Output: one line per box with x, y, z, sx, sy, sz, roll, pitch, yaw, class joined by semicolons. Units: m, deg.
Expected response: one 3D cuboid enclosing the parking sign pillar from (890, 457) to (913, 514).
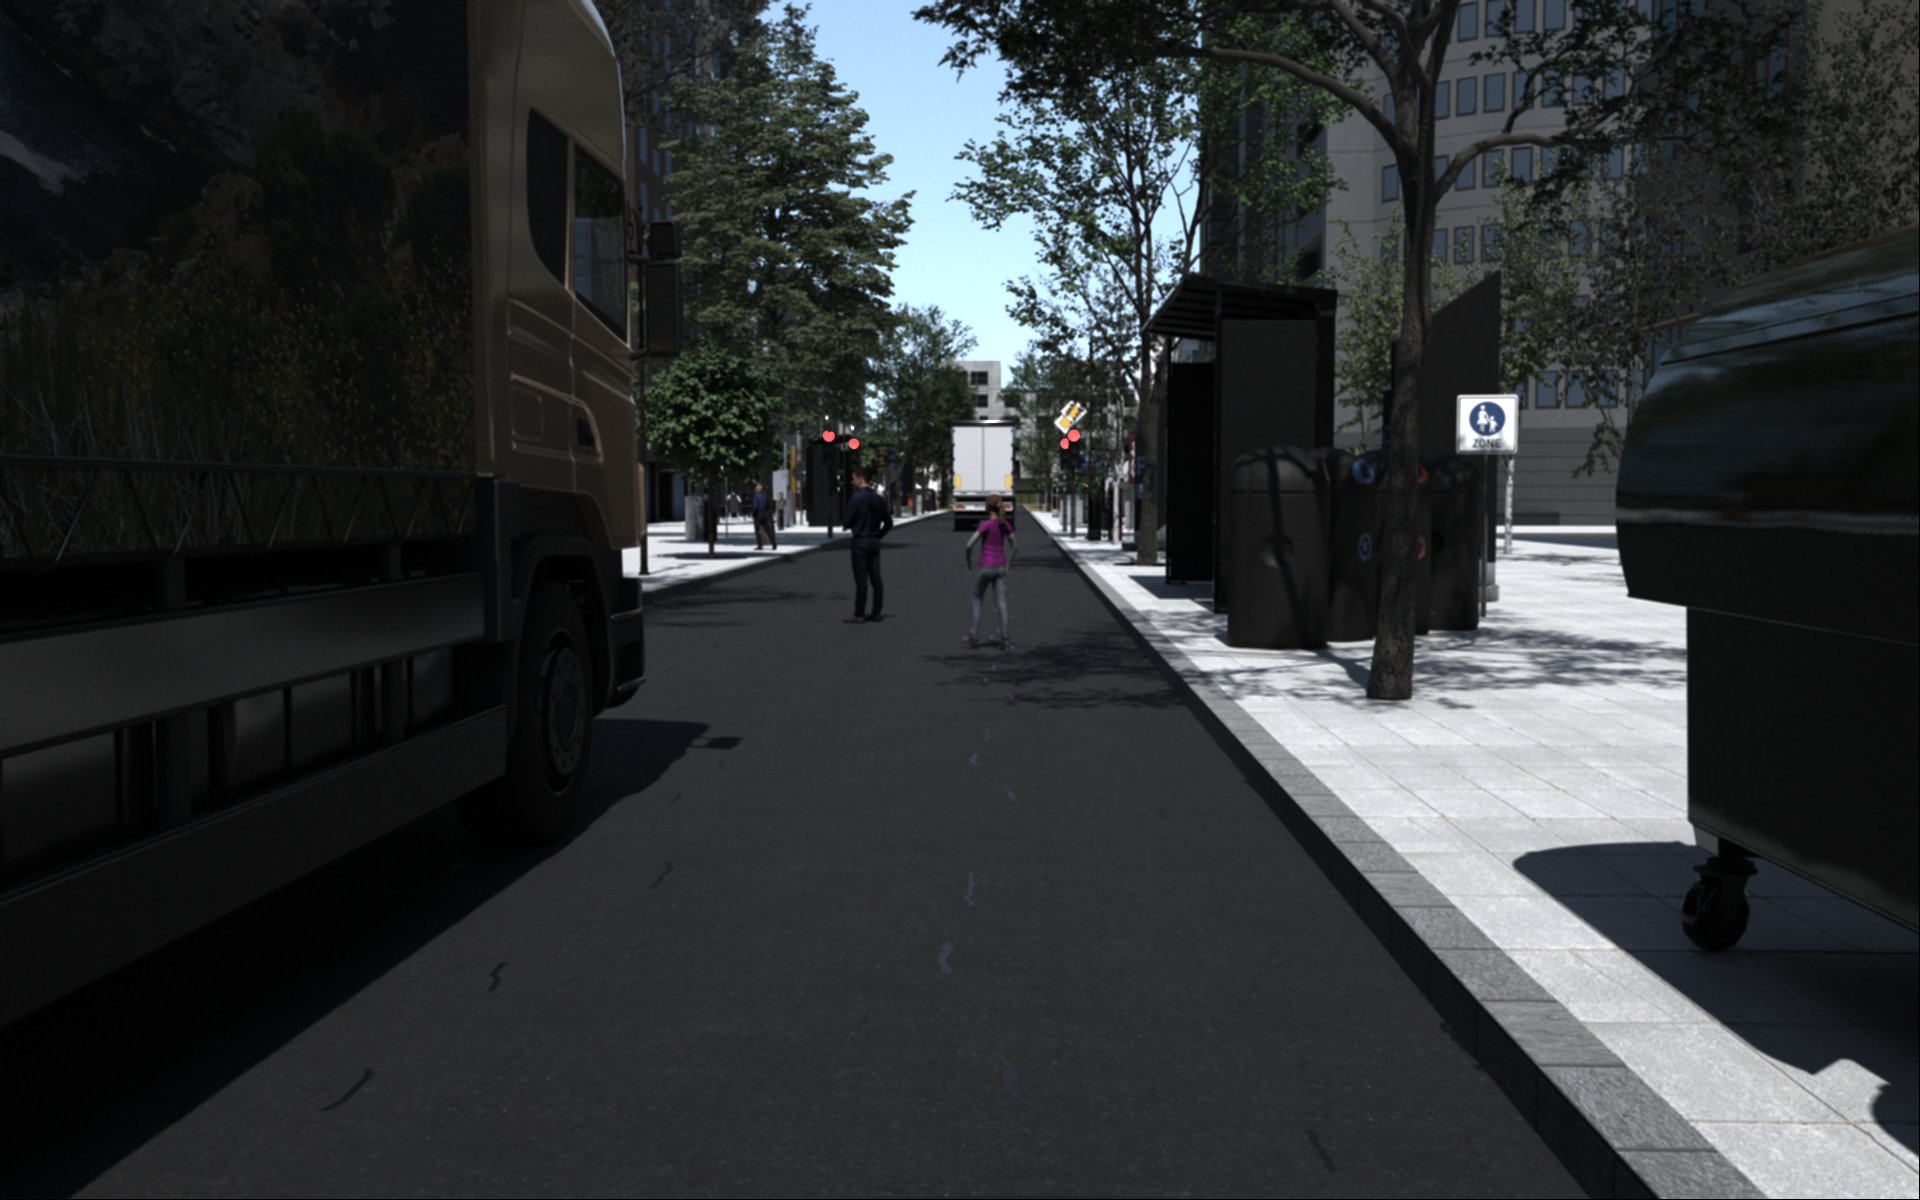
-3.618;-7.732;114.884;1.447;3.967;1.447;2;4;31;parking sign pillar

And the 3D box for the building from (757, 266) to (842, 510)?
-20.419;-17.387;150.736;16.747;18.905;31.486;0;4;2;building

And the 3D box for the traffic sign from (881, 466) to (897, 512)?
-3.199;-4.760;77.926;0.768;2.556;0.104;0;4;4;traffic sign

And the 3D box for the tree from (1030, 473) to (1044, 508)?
7.284;-10.209;161.515;1.663;3.219;1.824;0;3;0;tree

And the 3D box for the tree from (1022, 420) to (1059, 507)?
8.216;-13.437;170.050;4.737;8.622;4.395;0;3;0;tree

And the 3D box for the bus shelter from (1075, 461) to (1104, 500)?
7.262;-6.392;98.437;2.014;3.302;5.546;0;4;2;bus shelter

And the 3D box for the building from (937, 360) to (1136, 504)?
12.936;-22.658;236.919;31.486;18.905;16.747;0;4;2;building

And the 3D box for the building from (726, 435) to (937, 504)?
-16.927;-17.903;234.853;28.070;9.664;9.099;0;4;2;building

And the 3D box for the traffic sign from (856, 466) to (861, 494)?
-4.576;-4.645;76.051;0.768;2.556;0.104;0;4;4;traffic sign

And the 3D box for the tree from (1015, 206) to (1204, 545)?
3.694;-5.695;43.482;4.360;8.622;3.978;0;3;0;tree

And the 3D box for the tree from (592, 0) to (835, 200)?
-6.574;-6.594;18.180;12.009;13.543;11.850;0;3;0;tree

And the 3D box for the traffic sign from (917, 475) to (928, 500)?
-2.556;-7.151;117.032;0.768;2.556;0.104;1;4;9;traffic sign

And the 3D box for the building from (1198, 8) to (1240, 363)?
24.256;-27.041;125.720;14.154;41.232;14.086;0;4;2;building

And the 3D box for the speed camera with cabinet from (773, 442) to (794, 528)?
-6.817;-4.421;66.626;0.660;3.252;2.038;0;4;1;speed camera with cabinet

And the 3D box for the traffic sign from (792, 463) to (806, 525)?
-6.512;-4.339;71.053;0.768;2.556;0.104;0;4;7;traffic sign

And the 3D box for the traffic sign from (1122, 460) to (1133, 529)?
6.268;-3.851;63.072;0.768;2.556;0.104;0;4;7;traffic sign

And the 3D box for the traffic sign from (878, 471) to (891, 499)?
-3.358;-4.569;76.836;0.606;2.300;0.079;0;4;8;traffic sign

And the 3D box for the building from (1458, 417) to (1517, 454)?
58.718;-15.408;194.063;28.070;9.664;9.099;0;4;2;building

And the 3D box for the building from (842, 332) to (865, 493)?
-26.881;-19.895;191.748;31.486;18.905;16.747;0;4;2;building

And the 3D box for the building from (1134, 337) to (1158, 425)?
27.574;-20.575;192.822;16.016;20.091;11.380;0;4;2;building

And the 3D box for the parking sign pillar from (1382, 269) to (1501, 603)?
5.808;-1.987;20.966;1.447;3.967;1.447;0;4;-6;parking sign pillar

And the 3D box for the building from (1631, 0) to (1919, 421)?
28.650;-10.959;24.225;27.650;21.520;28.899;0;4;2;building

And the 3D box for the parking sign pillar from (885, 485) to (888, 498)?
-4.531;-7.977;118.900;1.447;3.967;1.447;3;5;43;parking sign pillar

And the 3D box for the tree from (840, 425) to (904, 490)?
-4.317;-6.016;82.073;4.285;4.588;4.351;0;3;0;tree

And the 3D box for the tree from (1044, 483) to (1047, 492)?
5.750;-5.832;89.958;1.663;3.219;1.824;0;3;0;tree

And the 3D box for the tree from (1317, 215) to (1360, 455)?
10.694;-5.714;43.780;4.737;8.622;4.395;0;3;0;tree

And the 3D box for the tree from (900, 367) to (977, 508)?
-1.398;-14.499;154.063;9.611;12.733;9.660;0;3;0;tree

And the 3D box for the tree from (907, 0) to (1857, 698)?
3.046;-4.657;10.548;7.601;10.594;8.767;0;3;0;tree

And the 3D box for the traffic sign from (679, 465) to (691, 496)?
-7.754;-3.033;49.692;0.768;2.556;0.104;1;4;9;traffic sign

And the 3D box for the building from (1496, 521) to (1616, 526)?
29.909;-32.766;77.729;28.212;58.520;21.231;0;4;2;building

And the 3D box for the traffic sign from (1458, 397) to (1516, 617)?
5.447;-0.969;17.969;0.606;2.300;0.079;1;4;9;traffic sign

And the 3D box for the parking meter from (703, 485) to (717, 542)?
-6.775;-2.357;46.945;0.372;1.533;0.369;0;3;0;parking meter

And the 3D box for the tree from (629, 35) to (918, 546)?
-4.443;-7.628;42.837;7.486;12.596;7.792;0;3;0;tree

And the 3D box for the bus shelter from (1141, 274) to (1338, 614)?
3.339;-1.855;21.611;1.731;3.624;6.357;0;4;2;bus shelter

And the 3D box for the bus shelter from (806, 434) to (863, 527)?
-5.075;-4.856;70.685;1.731;3.624;6.357;0;4;2;bus shelter

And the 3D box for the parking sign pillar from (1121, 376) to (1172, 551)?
4.393;-3.108;39.287;1.447;3.967;1.447;2;4;28;parking sign pillar

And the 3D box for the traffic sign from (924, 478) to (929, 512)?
-2.625;-7.705;126.086;0.768;2.556;0.104;0;4;3;traffic sign

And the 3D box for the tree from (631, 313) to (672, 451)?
-12.480;-7.086;66.218;4.360;8.622;3.978;0;3;0;tree

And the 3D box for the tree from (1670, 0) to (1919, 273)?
10.953;-4.351;21.495;4.360;8.622;3.978;0;3;0;tree

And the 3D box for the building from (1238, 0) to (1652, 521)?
27.483;-34.372;103.975;21.231;58.520;28.212;0;4;2;building

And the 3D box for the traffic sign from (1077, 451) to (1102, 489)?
3.859;-3.151;51.631;0.768;2.556;0.104;1;4;10;traffic sign

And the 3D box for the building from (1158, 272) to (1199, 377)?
26.211;-18.125;152.766;16.016;20.091;11.380;0;4;2;building

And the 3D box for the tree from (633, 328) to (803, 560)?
-4.878;-3.104;34.470;4.285;4.588;4.351;0;3;0;tree

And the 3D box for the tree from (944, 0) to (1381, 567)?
3.403;-6.408;30.525;9.928;11.665;9.643;0;3;0;tree

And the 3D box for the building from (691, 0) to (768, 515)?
-24.359;-29.993;109.990;23.786;49.044;30.456;0;4;2;building

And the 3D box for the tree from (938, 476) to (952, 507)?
-1.265;-11.226;178.150;1.663;3.219;1.824;0;3;0;tree

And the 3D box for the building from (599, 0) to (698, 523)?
-20.041;-26.165;77.903;14.600;45.320;14.200;0;4;2;building

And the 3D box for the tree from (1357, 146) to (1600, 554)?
11.647;-5.303;37.060;4.737;8.622;4.395;0;3;0;tree

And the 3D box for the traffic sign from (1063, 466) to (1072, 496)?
5.040;-4.860;79.568;0.768;2.556;0.104;0;4;3;traffic sign

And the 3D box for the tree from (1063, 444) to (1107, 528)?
4.964;-4.414;66.777;1.663;3.219;1.824;0;3;0;tree

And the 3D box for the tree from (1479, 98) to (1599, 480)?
11.671;-4.924;30.877;4.360;8.622;3.978;0;3;0;tree
